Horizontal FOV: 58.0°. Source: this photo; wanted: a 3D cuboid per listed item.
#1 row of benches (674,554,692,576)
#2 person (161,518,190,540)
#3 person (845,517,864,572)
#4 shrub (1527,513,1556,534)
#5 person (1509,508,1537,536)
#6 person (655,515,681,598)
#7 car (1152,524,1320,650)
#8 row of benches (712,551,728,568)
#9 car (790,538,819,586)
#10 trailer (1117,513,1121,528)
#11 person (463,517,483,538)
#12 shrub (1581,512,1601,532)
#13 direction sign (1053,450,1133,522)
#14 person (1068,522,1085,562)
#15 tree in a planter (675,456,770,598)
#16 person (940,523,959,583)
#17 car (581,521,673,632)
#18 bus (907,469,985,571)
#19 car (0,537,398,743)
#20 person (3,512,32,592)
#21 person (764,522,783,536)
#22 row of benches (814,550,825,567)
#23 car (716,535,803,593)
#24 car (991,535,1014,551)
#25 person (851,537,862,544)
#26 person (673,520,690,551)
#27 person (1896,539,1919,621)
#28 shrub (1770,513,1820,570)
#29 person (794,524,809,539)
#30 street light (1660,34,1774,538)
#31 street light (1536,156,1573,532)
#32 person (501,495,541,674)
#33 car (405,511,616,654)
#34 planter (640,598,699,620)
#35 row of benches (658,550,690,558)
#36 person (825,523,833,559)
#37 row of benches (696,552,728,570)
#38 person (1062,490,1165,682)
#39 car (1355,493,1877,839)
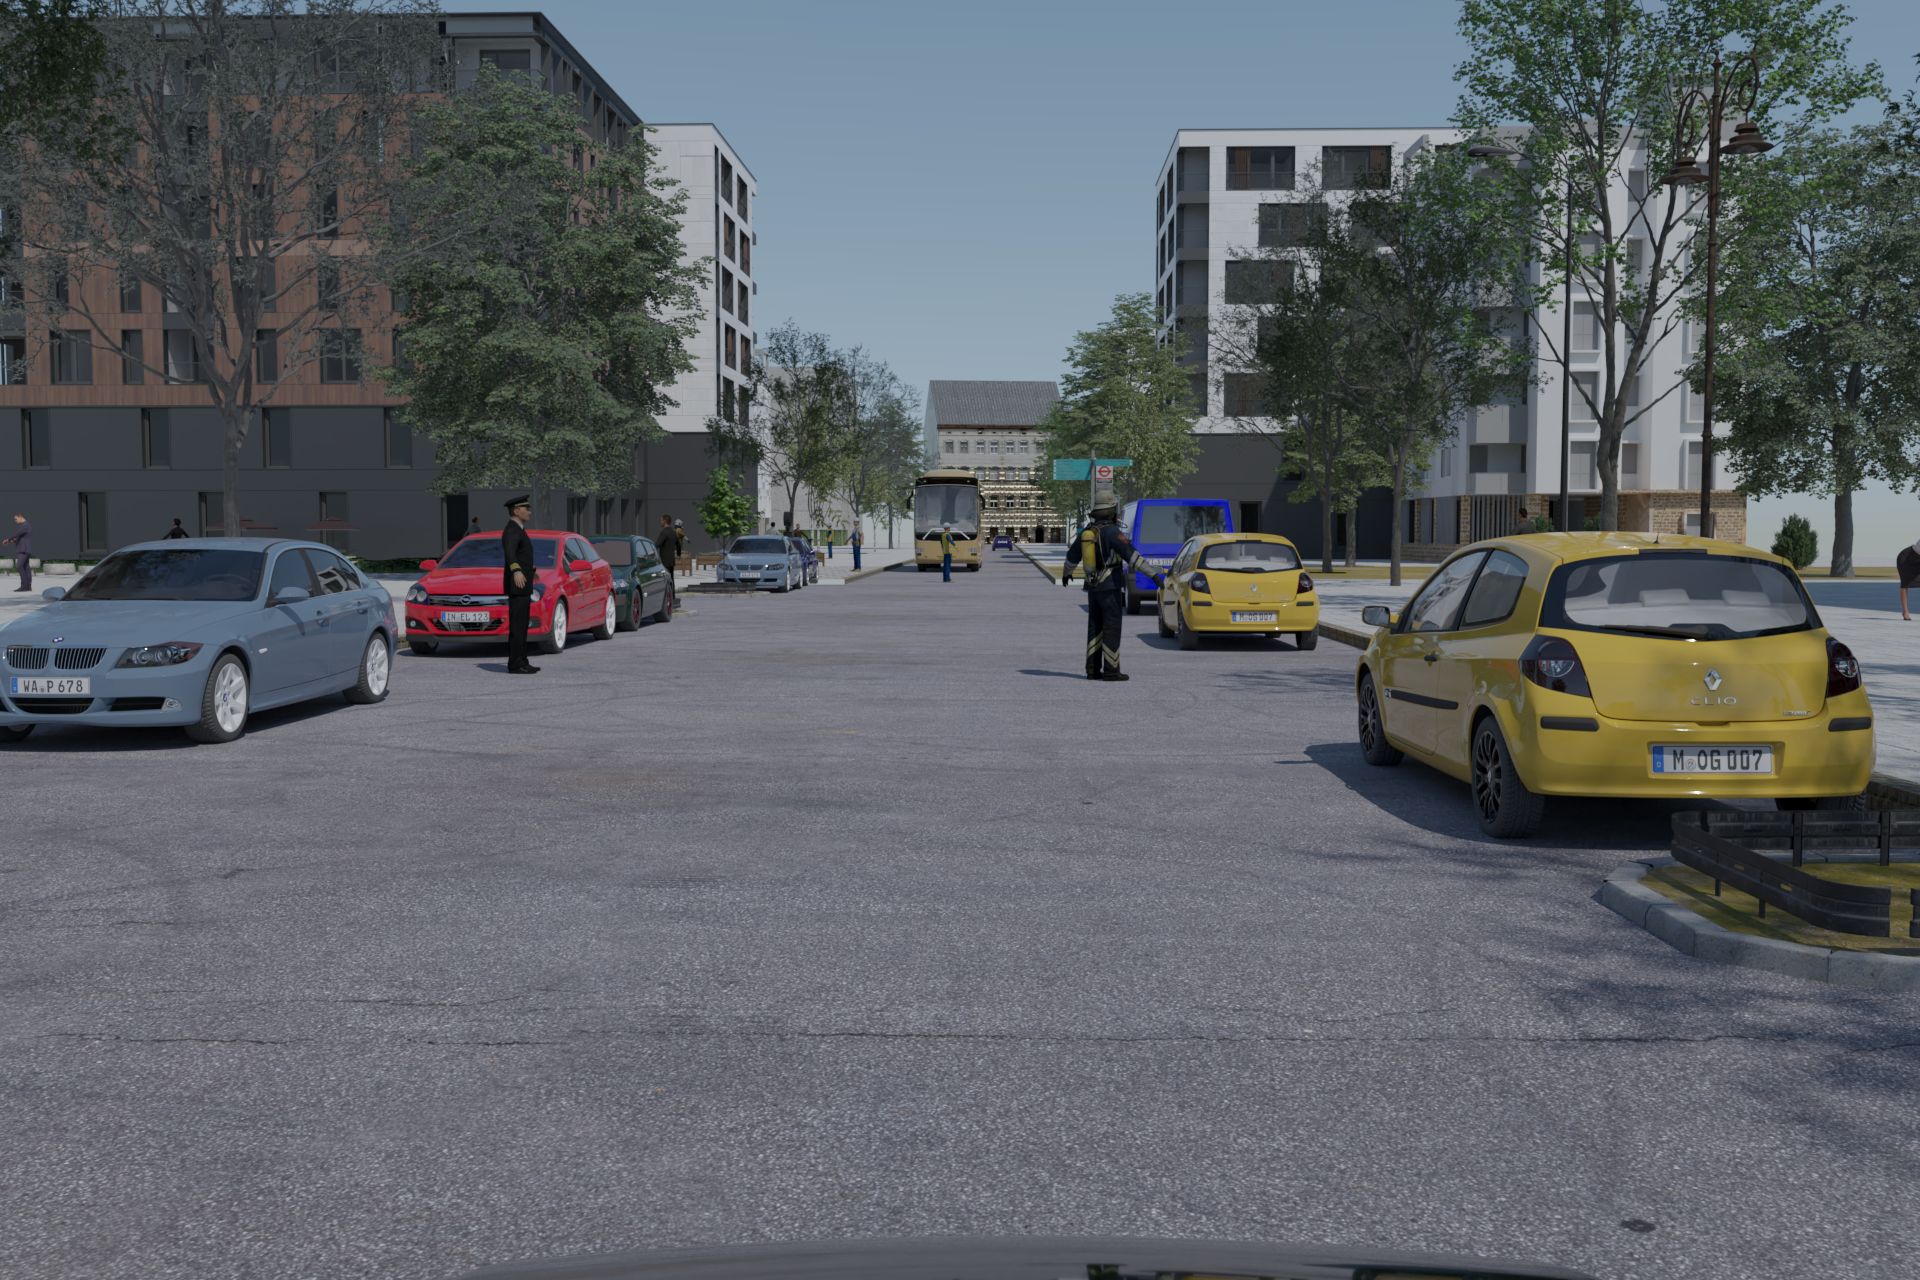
[{"bbox_3d":[-10.089,-2.305,53.153,4.104,0.672,1.422,1,4,14],"label":"row of benches"},{"bbox_3d":[-22.754,-2.659,50.193,0.721,1.740,1.216,1,4,22],"label":"person"},{"bbox_3d":[-3.549,-3.257,59.105,0.705,1.847,1.347,-2,4,-30],"label":"person"},{"bbox_3d":[21.917,-3.771,65.702,1.661,2.075,1.752,0,3,0],"label":"shrub"},{"bbox_3d":[11.633,-1.826,35.918,1.348,1.821,0.705,-2,4,-34],"label":"person"},{"bbox_3d":[-5.686,-1.515,33.459,0.704,1.802,1.346,1,4,20],"label":"person"},{"bbox_3d":[3.579,-0.768,22.778,2.015,1.641,3.980,0,4,1],"label":"car"},{"bbox_3d":[-7.607,-3.020,64.842,4.104,0.672,1.422,2,4,31],"label":"row of benches"},{"bbox_3d":[-5.011,-2.223,48.930,1.945,1.354,3.894,0,4,1],"label":"car"},{"bbox_3d":[4.376,-2.612,49.759,1.471,1.999,3.904,0,4,2],"label":"trailer"},{"bbox_3d":[-14.384,-2.766,51.497,1.348,1.796,0.705,2,4,32],"label":"person"},{"bbox_3d":[22.654,-3.518,61.567,1.661,2.075,1.752,0,3,0],"label":"shrub"},{"bbox_3d":[4.222,-4.023,54.532,2.525,3.948,1.411,0,3,0],"label":"direction sign"},{"bbox_3d":[5.599,-4.476,79.303,1.347,1.817,0.704,-1,4,-15],"label":"person"},{"bbox_3d":[-5.421,-2.599,39.709,1.991,3.239,1.994,0,4,2],"label":"tree in a planter"},{"bbox_3d":[-0.301,-2.590,51.264,0.721,1.772,1.216,-1,4,-22],"label":"person"},{"bbox_3d":[-5.576,-1.034,26.700,2.009,1.686,4.222,0,4,1],"label":"car"},{"bbox_3d":[-0.344,-4.774,69.594,2.896,3.916,12.252,0,4,2],"label":"bus"},{"bbox_3d":[-5.823,-0.086,13.412,2.014,1.417,4.499,0,4,2],"label":"car"},{"bbox_3d":[-20.986,-1.963,38.584,0.568,1.767,0.683,-2,4,-26],"label":"person"},{"bbox_3d":[-8.030,-4.184,74.589,1.347,1.806,0.705,1,4,22],"label":"person"},{"bbox_3d":[-7.154,-3.274,68.987,4.104,0.672,1.422,2,4,27],"label":"row of benches"},{"bbox_3d":[-5.005,-1.940,43.729,2.014,1.417,4.499,0,4,1],"label":"car"},{"bbox_3d":[3.583,-8.206,146.753,1.945,1.354,3.894,0,4,0],"label":"car"},{"bbox_3d":[-5.212,-4.816,88.002,0.599,1.433,0.991,-3,4,-38],"label":"person"},{"bbox_3d":[-11.147,-3.852,68.747,0.705,1.858,1.354,-3,5,-41],"label":"person"},{"bbox_3d":[14.211,-0.994,25.483,0.799,1.438,0.628,3,4,36],"label":"person"},{"bbox_3d":[29.784,-3.531,61.781,1.661,2.075,1.752,0,3,0],"label":"shrub"},{"bbox_3d":[-8.161,-4.975,87.482,1.346,1.812,0.704,-3,4,-36],"label":"person"},{"bbox_3d":[7.224,-2.686,16.701,0.468,5.910,1.993,0,4,1],"label":"street light"},{"bbox_3d":[7.846,-2.955,20.859,1.470,5.913,1.316,0,4,1],"label":"street light"},{"bbox_3d":[-4.519,-0.579,17.857,0.705,1.837,1.347,0,4,-7],"label":"person"},{"bbox_3d":[-5.637,-0.795,22.036,2.155,1.783,4.494,0,4,1],"label":"car"},{"bbox_3d":[-5.593,-0.542,29.995,1.991,0.319,1.994,0,4,1],"label":"planter"},{"bbox_3d":[-12.126,-3.120,66.476,4.104,0.672,1.422,-3,5,-40],"label":"row of benches"},{"bbox_3d":[-6.725,-5.088,89.151,0.705,1.833,1.349,0,4,7],"label":"person"},{"bbox_3d":[-7.310,-2.772,60.790,4.104,0.672,1.422,1,4,21],"label":"row of benches"},{"bbox_3d":[1.435,-0.533,16.952,0.705,1.856,1.354,-3,5,-41],"label":"person"},{"bbox_3d":[3.349,0.040,9.565,2.015,1.641,3.980,0,4,1],"label":"car"}]
